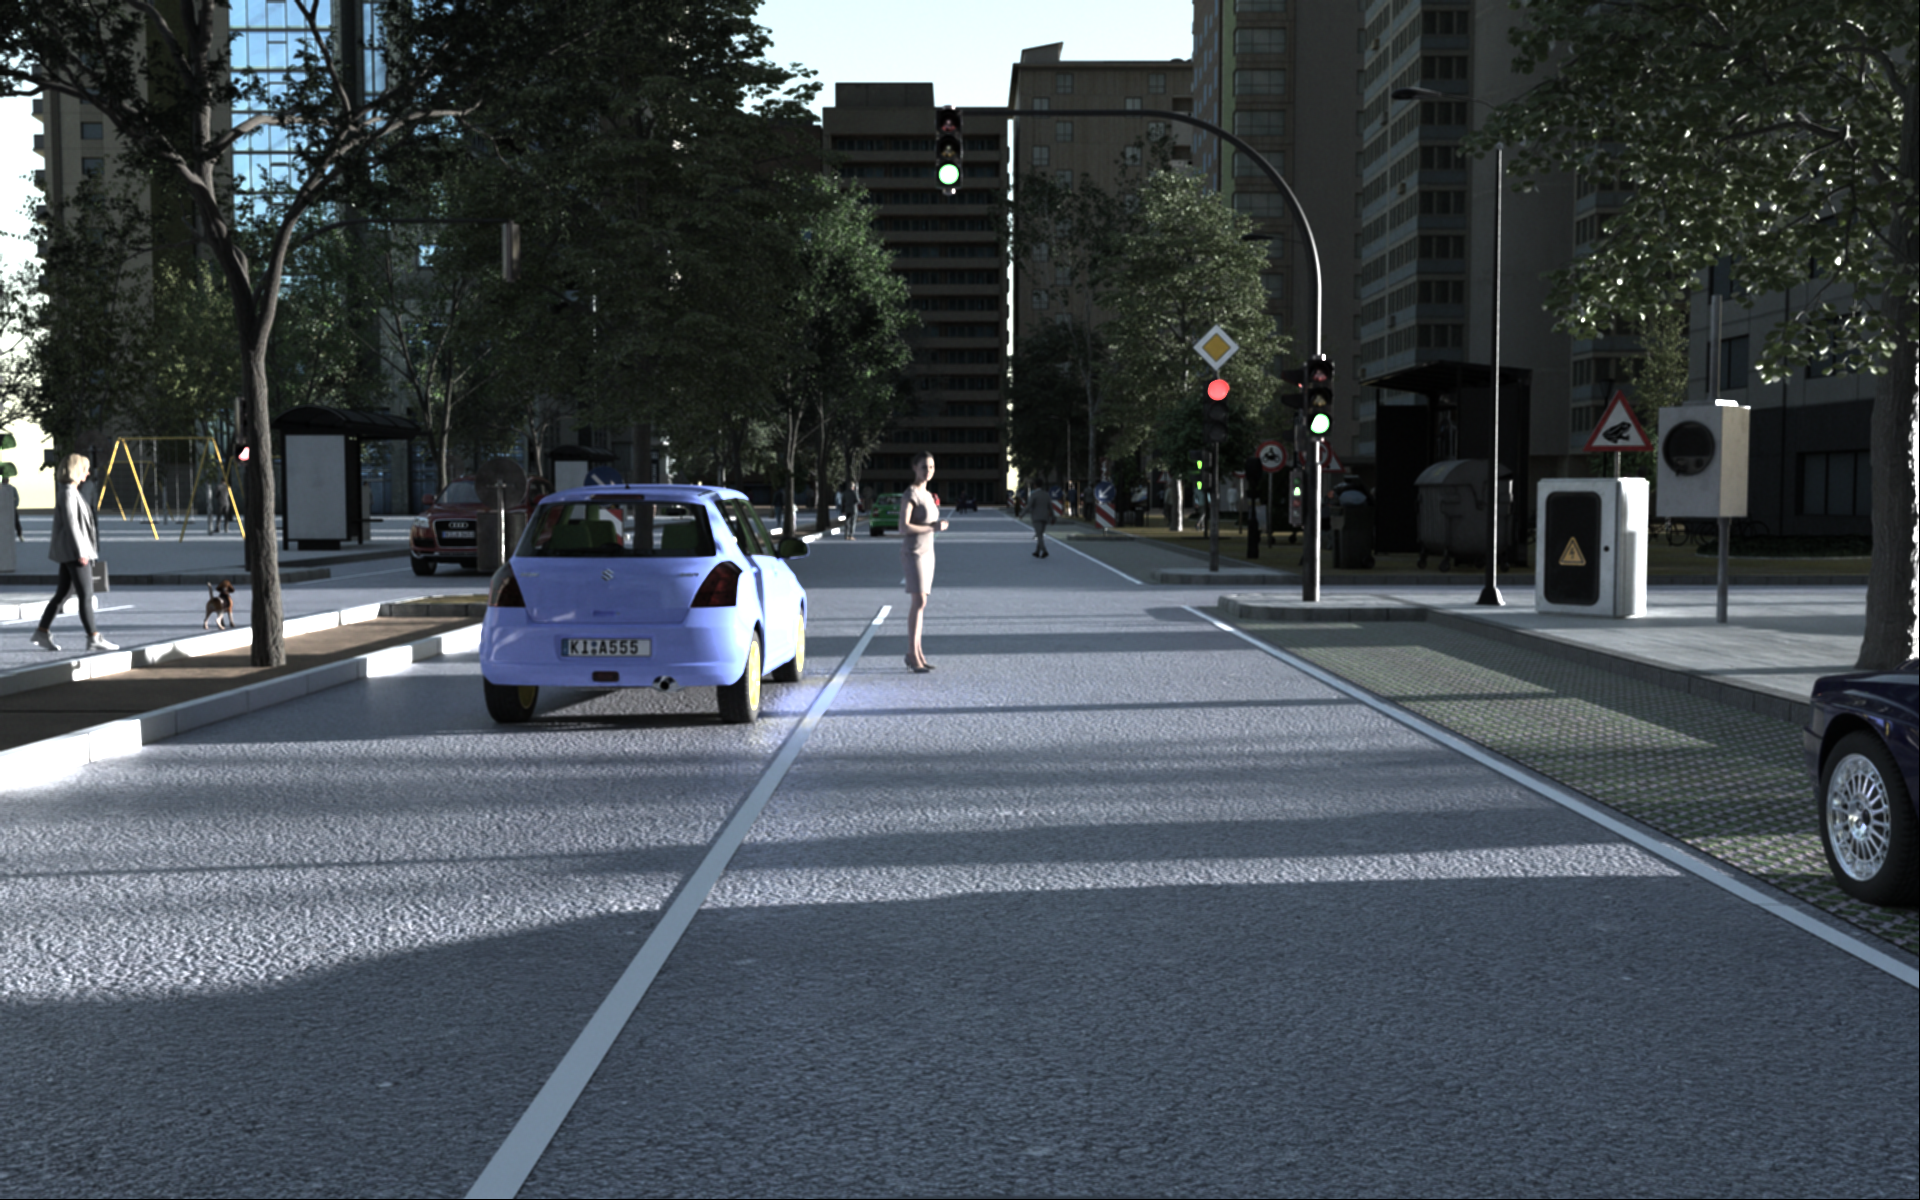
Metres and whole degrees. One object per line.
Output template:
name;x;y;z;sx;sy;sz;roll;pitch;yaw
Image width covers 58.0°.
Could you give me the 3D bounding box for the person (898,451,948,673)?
person;-0.303;-0.323;14.121;0.374;1.781;0.599;1;4;21

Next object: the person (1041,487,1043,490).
person;3.889;-4.764;86.753;0.716;1.782;0.532;2;4;34

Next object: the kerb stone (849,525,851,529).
kerb stone;-4.585;-2.913;69.817;0.120;0.150;1.000;0;4;0

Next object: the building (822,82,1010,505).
building;-5.057;-35.725;207.800;21.600;48.544;21.300;0;4;0

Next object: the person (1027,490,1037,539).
person;2.514;-2.886;55.542;0.638;1.841;0.748;3;4;36

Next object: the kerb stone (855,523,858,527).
kerb stone;-4.569;-3.163;73.906;0.120;0.150;1.000;0;4;0

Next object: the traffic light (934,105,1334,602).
traffic light;2.089;-2.805;20.534;4.771;5.953;1.251;0;4;0

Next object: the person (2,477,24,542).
person;-25.639;-2.445;46.510;0.782;1.767;0.515;-1;4;-9

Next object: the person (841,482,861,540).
person;-3.379;-2.777;54.085;0.661;1.801;0.590;1;4;20

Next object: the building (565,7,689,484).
building;-38.986;-34.544;154.037;27.495;52.752;28.713;0;4;0

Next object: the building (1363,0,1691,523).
building;33.078;-23.955;83.552;32.217;40.220;23.993;0;4;0

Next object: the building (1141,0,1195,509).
building;28.701;-51.268;150.898;22.319;86.520;31.000;0;4;0

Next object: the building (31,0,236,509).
building;-66.831;-37.655;157.654;28.212;58.520;21.231;0;4;0

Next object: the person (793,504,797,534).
person;-6.022;-3.014;62.055;0.425;1.301;0.394;-2;4;-30

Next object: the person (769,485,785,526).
person;-8.041;-4.141;76.184;0.794;1.824;0.713;-2;4;-26

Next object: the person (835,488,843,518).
person;-7.167;-5.749;102.765;0.793;1.790;0.793;0;4;2

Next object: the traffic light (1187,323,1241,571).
traffic light;4.199;-2.430;28.655;0.839;4.253;0.868;0;4;0

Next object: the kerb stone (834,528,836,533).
kerb stone;-4.606;-2.410;61.591;0.120;0.150;1.000;0;4;0

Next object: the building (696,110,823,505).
building;-22.962;-33.972;205.555;14.200;45.320;14.600;0;4;0

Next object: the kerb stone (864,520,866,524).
kerb stone;-4.562;-3.539;80.053;0.120;0.150;1.000;0;4;0

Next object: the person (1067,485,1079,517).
person;6.272;-5.479;95.802;0.721;1.800;0.419;0;4;-2

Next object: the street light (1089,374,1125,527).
street light;5.715;-5.796;67.303;1.470;5.913;1.316;0;4;0

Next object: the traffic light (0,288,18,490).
traffic light;-11.780;-1.943;20.690;0.839;4.253;0.868;0;4;0

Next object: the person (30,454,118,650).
person;-8.162;-0.443;15.920;0.728;1.800;0.709;-2;4;-23

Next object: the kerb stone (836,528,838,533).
kerb stone;-4.605;-2.470;62.622;0.120;0.150;1.000;0;4;0

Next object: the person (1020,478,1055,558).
person;1.786;-1.849;38.999;0.678;1.792;0.850;-2;4;-30

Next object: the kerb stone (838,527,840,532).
kerb stone;-4.602;-2.533;63.657;0.120;0.150;1.000;0;4;0

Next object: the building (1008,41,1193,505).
building;19.730;-38.037;211.150;27.495;52.752;28.713;0;4;0

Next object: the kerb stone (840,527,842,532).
kerb stone;-4.590;-2.598;64.679;0.120;0.150;1.000;0;4;0

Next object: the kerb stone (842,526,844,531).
kerb stone;-4.589;-2.661;65.702;0.120;0.150;1.000;0;4;0

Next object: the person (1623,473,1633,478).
person;14.946;-1.966;38.774;0.643;1.750;0.593;-1;4;-17

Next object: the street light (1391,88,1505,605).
street light;5.623;-2.901;19.972;1.470;5.913;1.316;0;4;0

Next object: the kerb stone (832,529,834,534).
kerb stone;-4.605;-2.345;60.559;0.120;0.150;1.000;0;4;0

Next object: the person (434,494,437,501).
person;-27.947;-5.137;92.636;0.503;1.515;0.523;0;4;-8

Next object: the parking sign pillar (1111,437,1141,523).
parking sign pillar;7.432;-5.447;77.531;1.447;3.967;1.447;-1;4;-23

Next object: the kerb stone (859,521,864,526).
kerb stone;-4.565;-3.476;79.031;0.120;0.150;1.000;0;4;0

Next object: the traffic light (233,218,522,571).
traffic light;-9.670;-3.305;28.706;4.771;5.953;1.251;0;4;0

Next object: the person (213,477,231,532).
person;-24.828;-3.199;58.155;0.447;1.846;0.655;3;4;37

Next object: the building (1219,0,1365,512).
building;24.185;-26.383;114.960;14.154;41.232;14.086;0;4;0

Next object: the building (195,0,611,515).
building;-36.465;-49.228;117.548;22.319;86.520;31.000;0;4;0

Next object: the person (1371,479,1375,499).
person;12.535;-2.772;51.703;0.599;1.781;0.374;0;4;7

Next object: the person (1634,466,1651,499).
person;12.545;-1.594;32.285;0.592;1.802;0.473;2;4;27

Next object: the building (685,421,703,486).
building;-43.017;-31.975;214.678;23.993;40.220;32.217;0;4;0

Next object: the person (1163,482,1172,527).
person;8.327;-3.783;68.373;0.515;1.767;0.782;2;4;32

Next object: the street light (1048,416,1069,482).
street light;5.943;-8.014;103.572;1.470;5.913;1.316;0;4;0

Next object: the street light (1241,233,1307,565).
street light;5.713;-3.577;31.032;1.470;5.913;1.316;0;4;0

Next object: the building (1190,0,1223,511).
building;25.172;-29.327;129.605;14.600;45.320;14.200;0;4;0

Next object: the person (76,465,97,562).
person;-15.647;-1.506;30.773;0.850;1.850;0.679;1;4;21

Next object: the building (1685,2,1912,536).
building;33.333;-36.990;43.040;20.611;71.187;20.563;0;4;0

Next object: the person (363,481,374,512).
person;-26.286;-4.323;76.573;0.661;1.843;0.795;-3;4;-36
